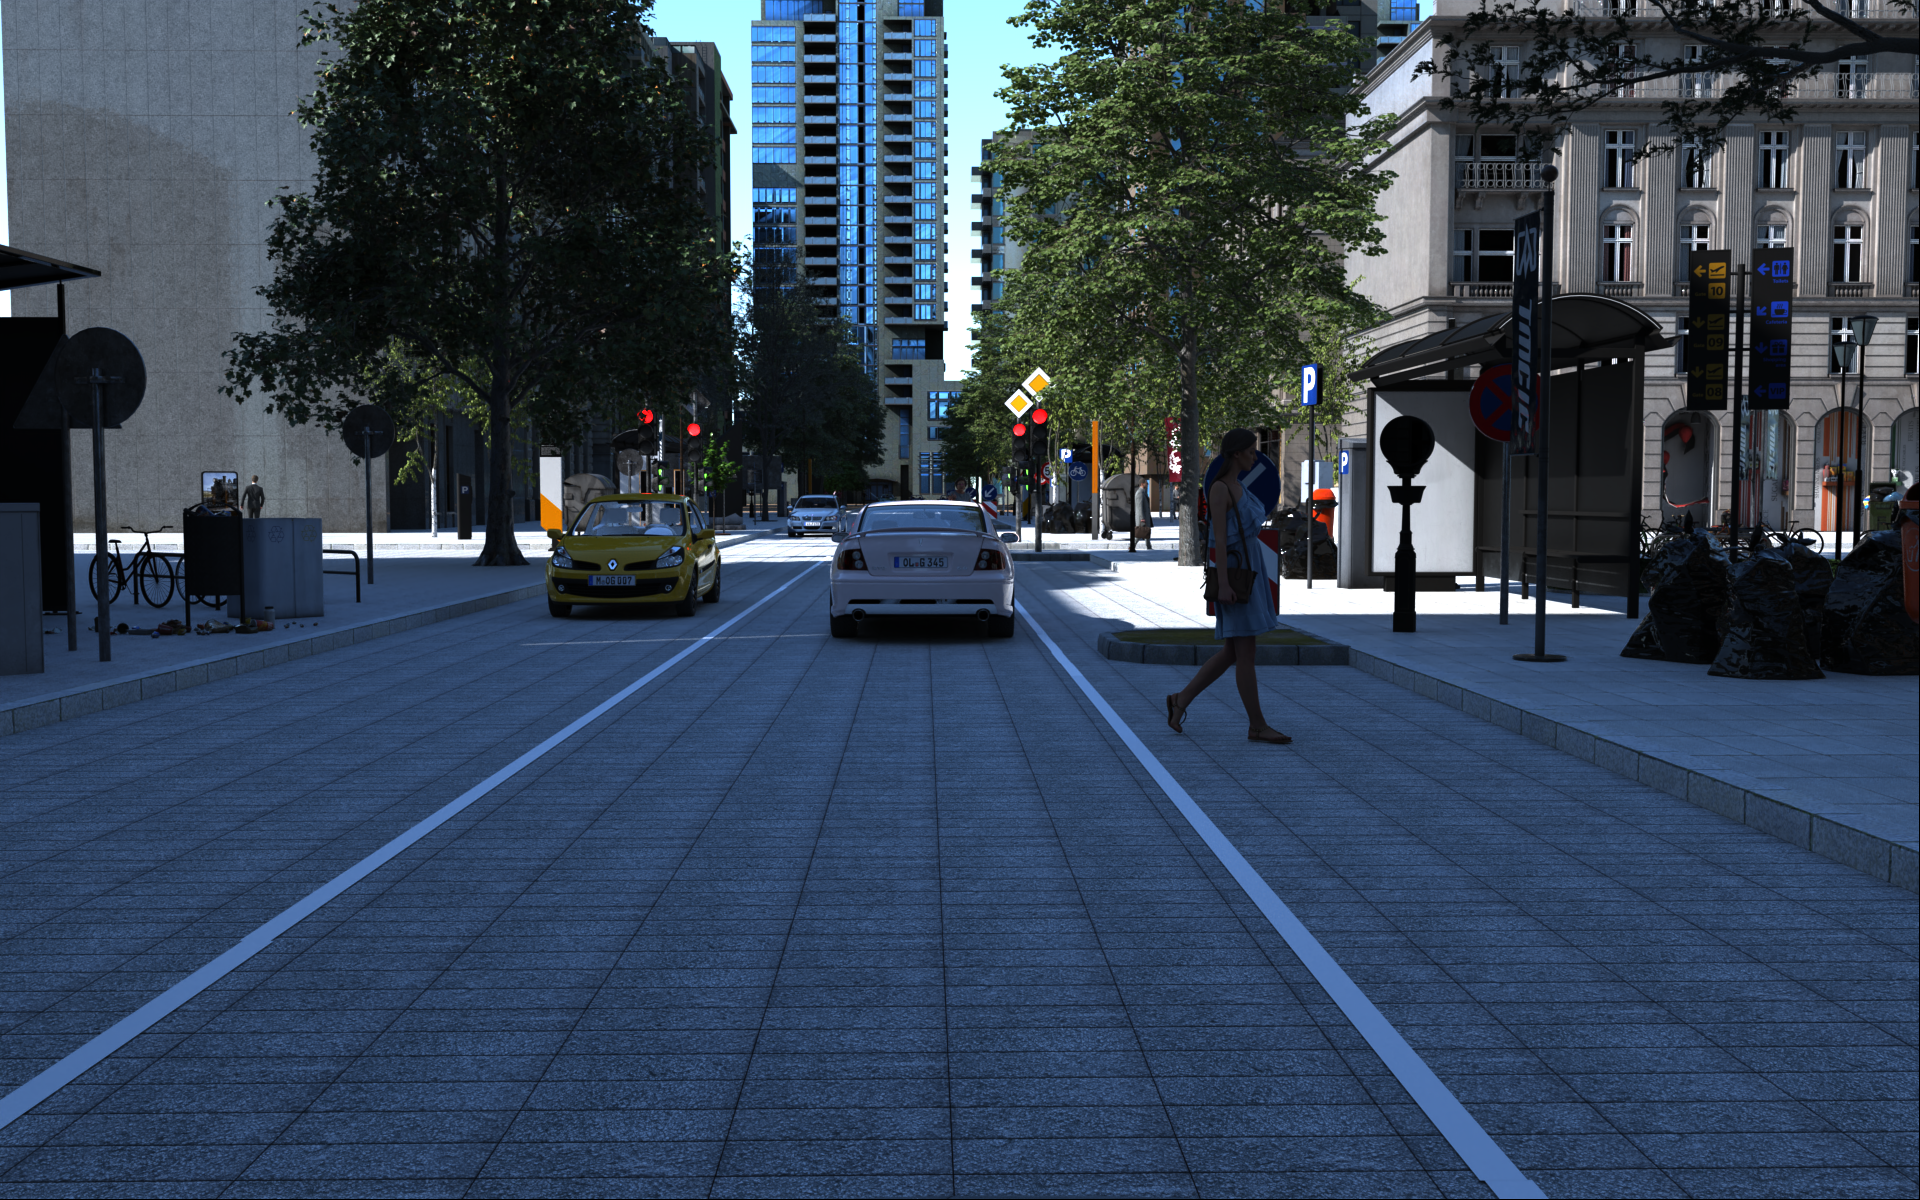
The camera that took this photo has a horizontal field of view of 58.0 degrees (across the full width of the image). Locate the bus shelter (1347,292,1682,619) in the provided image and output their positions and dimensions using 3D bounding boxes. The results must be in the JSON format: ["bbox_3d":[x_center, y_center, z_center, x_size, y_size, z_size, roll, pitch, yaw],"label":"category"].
[{"bbox_3d":[6.171,-1.606,20.187,2.014,3.302,5.546,0,4,-1],"label":"bus shelter"}]

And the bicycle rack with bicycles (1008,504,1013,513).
[{"bbox_3d":[4.961,-6.234,115.302,2.925,0.926,2.852,2,4,35],"label":"bicycle rack with bicycles"}]

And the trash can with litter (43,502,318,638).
[{"bbox_3d":[-7.330,-0.314,16.187,2.233,1.210,1.678,0,4,-3],"label":"trash can with litter"}]

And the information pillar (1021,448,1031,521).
[{"bbox_3d":[3.201,-5.612,83.110,0.504,3.616,0.183,-3,4,-38],"label":"information pillar"}]

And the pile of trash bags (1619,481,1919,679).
[{"bbox_3d":[6.187,-0.157,12.318,1.912,1.369,3.447,0,4,-1],"label":"pile of trash bags"}]

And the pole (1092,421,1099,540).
[{"bbox_3d":[3.792,-3.344,48.519,0.158,3.312,0.155,0,3,0],"label":"pole"}]

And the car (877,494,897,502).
[{"bbox_3d":[-7.843,-10.706,186.846,2.131,1.459,4.920,0,4,-2],"label":"car"}]

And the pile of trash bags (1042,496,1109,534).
[{"bbox_3d":[4.400,-2.869,56.656,3.447,1.369,1.912,0,4,-2],"label":"pile of trash bags"}]

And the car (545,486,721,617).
[{"bbox_3d":[-3.984,-0.688,21.468,2.015,1.641,3.980,0,4,-2],"label":"car"}]

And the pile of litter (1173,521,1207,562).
[{"bbox_3d":[4.729,-1.183,33.303,1.176,0.858,1.719,0,4,-5],"label":"pile of litter"}]

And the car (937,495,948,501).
[{"bbox_3d":[-1.289,-9.576,169.148,1.945,1.354,3.894,0,4,-1],"label":"car"}]

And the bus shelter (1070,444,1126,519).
[{"bbox_3d":[5.575,-4.781,72.098,2.014,3.302,5.546,0,4,-1],"label":"bus shelter"}]

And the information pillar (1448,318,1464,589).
[{"bbox_3d":[6.672,-1.959,23.391,0.183,3.616,0.504,2,4,31],"label":"information pillar"}]

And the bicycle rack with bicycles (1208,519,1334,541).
[{"bbox_3d":[5.957,-1.389,36.090,2.852,0.926,2.925,-2,4,-32],"label":"bicycle rack with bicycles"}]

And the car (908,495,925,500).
[{"bbox_3d":[-4.788,-10.900,190.793,1.945,1.354,3.894,0,4,-3],"label":"car"}]

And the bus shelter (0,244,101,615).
[{"bbox_3d":[-9.857,-1.468,15.291,1.731,3.624,6.357,0,4,-1],"label":"bus shelter"}]

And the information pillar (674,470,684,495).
[{"bbox_3d":[-8.463,-2.919,52.224,0.304,2.012,0.304,-1,4,-10],"label":"information pillar"}]

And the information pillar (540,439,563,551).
[{"bbox_3d":[-9.144,-2.901,38.788,0.504,3.616,0.183,0,3,0],"label":"information pillar"}]

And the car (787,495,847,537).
[{"bbox_3d":[-4.838,-2.884,59.149,2.014,1.417,4.499,0,4,1],"label":"car"}]

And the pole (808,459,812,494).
[{"bbox_3d":[-8.651,-6.489,99.934,0.158,3.312,0.155,0,3,0],"label":"pole"}]

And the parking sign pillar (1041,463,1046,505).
[{"bbox_3d":[5.029,-7.230,106.682,1.447,3.967,1.447,0,4,-1],"label":"parking sign pillar"}]

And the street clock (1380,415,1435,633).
[{"bbox_3d":[4.146,-0.705,16.099,0.471,2.002,0.358,1,4,22],"label":"street clock"}]

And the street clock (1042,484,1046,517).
[{"bbox_3d":[4.597,-5.720,98.097,0.471,2.002,0.358,-1,4,-14],"label":"street clock"}]

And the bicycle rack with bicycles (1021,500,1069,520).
[{"bbox_3d":[5.031,-4.492,86.819,2.925,0.926,2.852,-2,4,-31],"label":"bicycle rack with bicycles"}]

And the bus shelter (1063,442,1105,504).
[{"bbox_3d":[5.885,-5.528,81.662,1.731,3.624,6.357,0,4,-1],"label":"bus shelter"}]

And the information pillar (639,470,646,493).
[{"bbox_3d":[-9.718,-2.988,53.351,0.304,2.012,0.304,-1,4,-14],"label":"information pillar"}]

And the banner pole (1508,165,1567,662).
[{"bbox_3d":[4.465,-1.438,13.521,0.401,3.779,0.863,0,4,-5],"label":"banner pole"}]

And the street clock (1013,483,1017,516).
[{"bbox_3d":[3.256,-6.009,102.810,0.358,2.002,0.471,-3,4,-37],"label":"street clock"}]

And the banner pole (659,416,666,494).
[{"bbox_3d":[-8.312,-3.568,48.358,0.401,3.779,0.863,-1,4,-22],"label":"banner pole"}]

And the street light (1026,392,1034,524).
[{"bbox_3d":[2.960,-6.180,73.832,0.468,5.910,1.993,0,4,-1],"label":"street light"}]

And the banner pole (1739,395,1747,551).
[{"bbox_3d":[17.460,-2.961,38.434,0.863,3.779,0.401,-2,4,-26],"label":"banner pole"}]

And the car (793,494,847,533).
[{"bbox_3d":[-5.197,-3.349,64.540,2.009,1.686,4.222,0,4,-3],"label":"car"}]

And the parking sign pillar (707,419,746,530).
[{"bbox_3d":[-8.395,-4.497,62.000,1.447,3.967,1.447,3,4,38],"label":"parking sign pillar"}]

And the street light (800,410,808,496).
[{"bbox_3d":[-8.448,-7.408,93.907,0.468,5.910,1.993,0,4,-1],"label":"street light"}]

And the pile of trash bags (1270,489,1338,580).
[{"bbox_3d":[5.886,-1.087,27.533,1.912,1.369,3.447,0,4,6],"label":"pile of trash bags"}]

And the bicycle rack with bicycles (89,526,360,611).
[{"bbox_3d":[-8.308,-0.411,20.104,2.925,0.926,2.852,3,4,38],"label":"bicycle rack with bicycles"}]

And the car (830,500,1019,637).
[{"bbox_3d":[-0.382,-0.388,18.701,2.083,1.381,4.827,0,4,0],"label":"car"}]

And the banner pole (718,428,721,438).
[{"bbox_3d":[-9.165,-4.643,65.937,0.401,3.779,0.863,-1,4,-12],"label":"banner pole"}]

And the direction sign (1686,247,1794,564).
[{"bbox_3d":[7.217,-1.474,16.096,0.876,3.537,0.379,1,4,16],"label":"direction sign"}]

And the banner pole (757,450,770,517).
[{"bbox_3d":[-11.076,-6.604,97.986,0.863,3.779,0.401,-3,4,-36],"label":"banner pole"}]

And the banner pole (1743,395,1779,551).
[{"bbox_3d":[17.428,-2.896,37.362,0.863,3.779,0.401,-3,4,-36],"label":"banner pole"}]

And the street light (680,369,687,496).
[{"bbox_3d":[-7.511,-4.520,46.693,0.468,5.910,1.993,0,4,-1],"label":"street light"}]

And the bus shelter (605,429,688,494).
[{"bbox_3d":[-10.020,-3.823,56.422,2.014,3.302,5.546,0,4,-1],"label":"bus shelter"}]

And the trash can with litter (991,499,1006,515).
[{"bbox_3d":[2.267,-5.686,104.359,1.055,1.170,0.624,0,4,6],"label":"trash can with litter"}]

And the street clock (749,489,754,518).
[{"bbox_3d":[-11.298,-5.463,93.890,0.358,2.002,0.471,3,5,45],"label":"street clock"}]

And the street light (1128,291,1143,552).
[{"bbox_3d":[3.800,-3.988,37.986,0.468,5.910,1.993,0,4,-1],"label":"street light"}]

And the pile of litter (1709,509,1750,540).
[{"bbox_3d":[21.530,-2.134,48.863,1.719,0.858,1.176,1,4,12],"label":"pile of litter"}]
